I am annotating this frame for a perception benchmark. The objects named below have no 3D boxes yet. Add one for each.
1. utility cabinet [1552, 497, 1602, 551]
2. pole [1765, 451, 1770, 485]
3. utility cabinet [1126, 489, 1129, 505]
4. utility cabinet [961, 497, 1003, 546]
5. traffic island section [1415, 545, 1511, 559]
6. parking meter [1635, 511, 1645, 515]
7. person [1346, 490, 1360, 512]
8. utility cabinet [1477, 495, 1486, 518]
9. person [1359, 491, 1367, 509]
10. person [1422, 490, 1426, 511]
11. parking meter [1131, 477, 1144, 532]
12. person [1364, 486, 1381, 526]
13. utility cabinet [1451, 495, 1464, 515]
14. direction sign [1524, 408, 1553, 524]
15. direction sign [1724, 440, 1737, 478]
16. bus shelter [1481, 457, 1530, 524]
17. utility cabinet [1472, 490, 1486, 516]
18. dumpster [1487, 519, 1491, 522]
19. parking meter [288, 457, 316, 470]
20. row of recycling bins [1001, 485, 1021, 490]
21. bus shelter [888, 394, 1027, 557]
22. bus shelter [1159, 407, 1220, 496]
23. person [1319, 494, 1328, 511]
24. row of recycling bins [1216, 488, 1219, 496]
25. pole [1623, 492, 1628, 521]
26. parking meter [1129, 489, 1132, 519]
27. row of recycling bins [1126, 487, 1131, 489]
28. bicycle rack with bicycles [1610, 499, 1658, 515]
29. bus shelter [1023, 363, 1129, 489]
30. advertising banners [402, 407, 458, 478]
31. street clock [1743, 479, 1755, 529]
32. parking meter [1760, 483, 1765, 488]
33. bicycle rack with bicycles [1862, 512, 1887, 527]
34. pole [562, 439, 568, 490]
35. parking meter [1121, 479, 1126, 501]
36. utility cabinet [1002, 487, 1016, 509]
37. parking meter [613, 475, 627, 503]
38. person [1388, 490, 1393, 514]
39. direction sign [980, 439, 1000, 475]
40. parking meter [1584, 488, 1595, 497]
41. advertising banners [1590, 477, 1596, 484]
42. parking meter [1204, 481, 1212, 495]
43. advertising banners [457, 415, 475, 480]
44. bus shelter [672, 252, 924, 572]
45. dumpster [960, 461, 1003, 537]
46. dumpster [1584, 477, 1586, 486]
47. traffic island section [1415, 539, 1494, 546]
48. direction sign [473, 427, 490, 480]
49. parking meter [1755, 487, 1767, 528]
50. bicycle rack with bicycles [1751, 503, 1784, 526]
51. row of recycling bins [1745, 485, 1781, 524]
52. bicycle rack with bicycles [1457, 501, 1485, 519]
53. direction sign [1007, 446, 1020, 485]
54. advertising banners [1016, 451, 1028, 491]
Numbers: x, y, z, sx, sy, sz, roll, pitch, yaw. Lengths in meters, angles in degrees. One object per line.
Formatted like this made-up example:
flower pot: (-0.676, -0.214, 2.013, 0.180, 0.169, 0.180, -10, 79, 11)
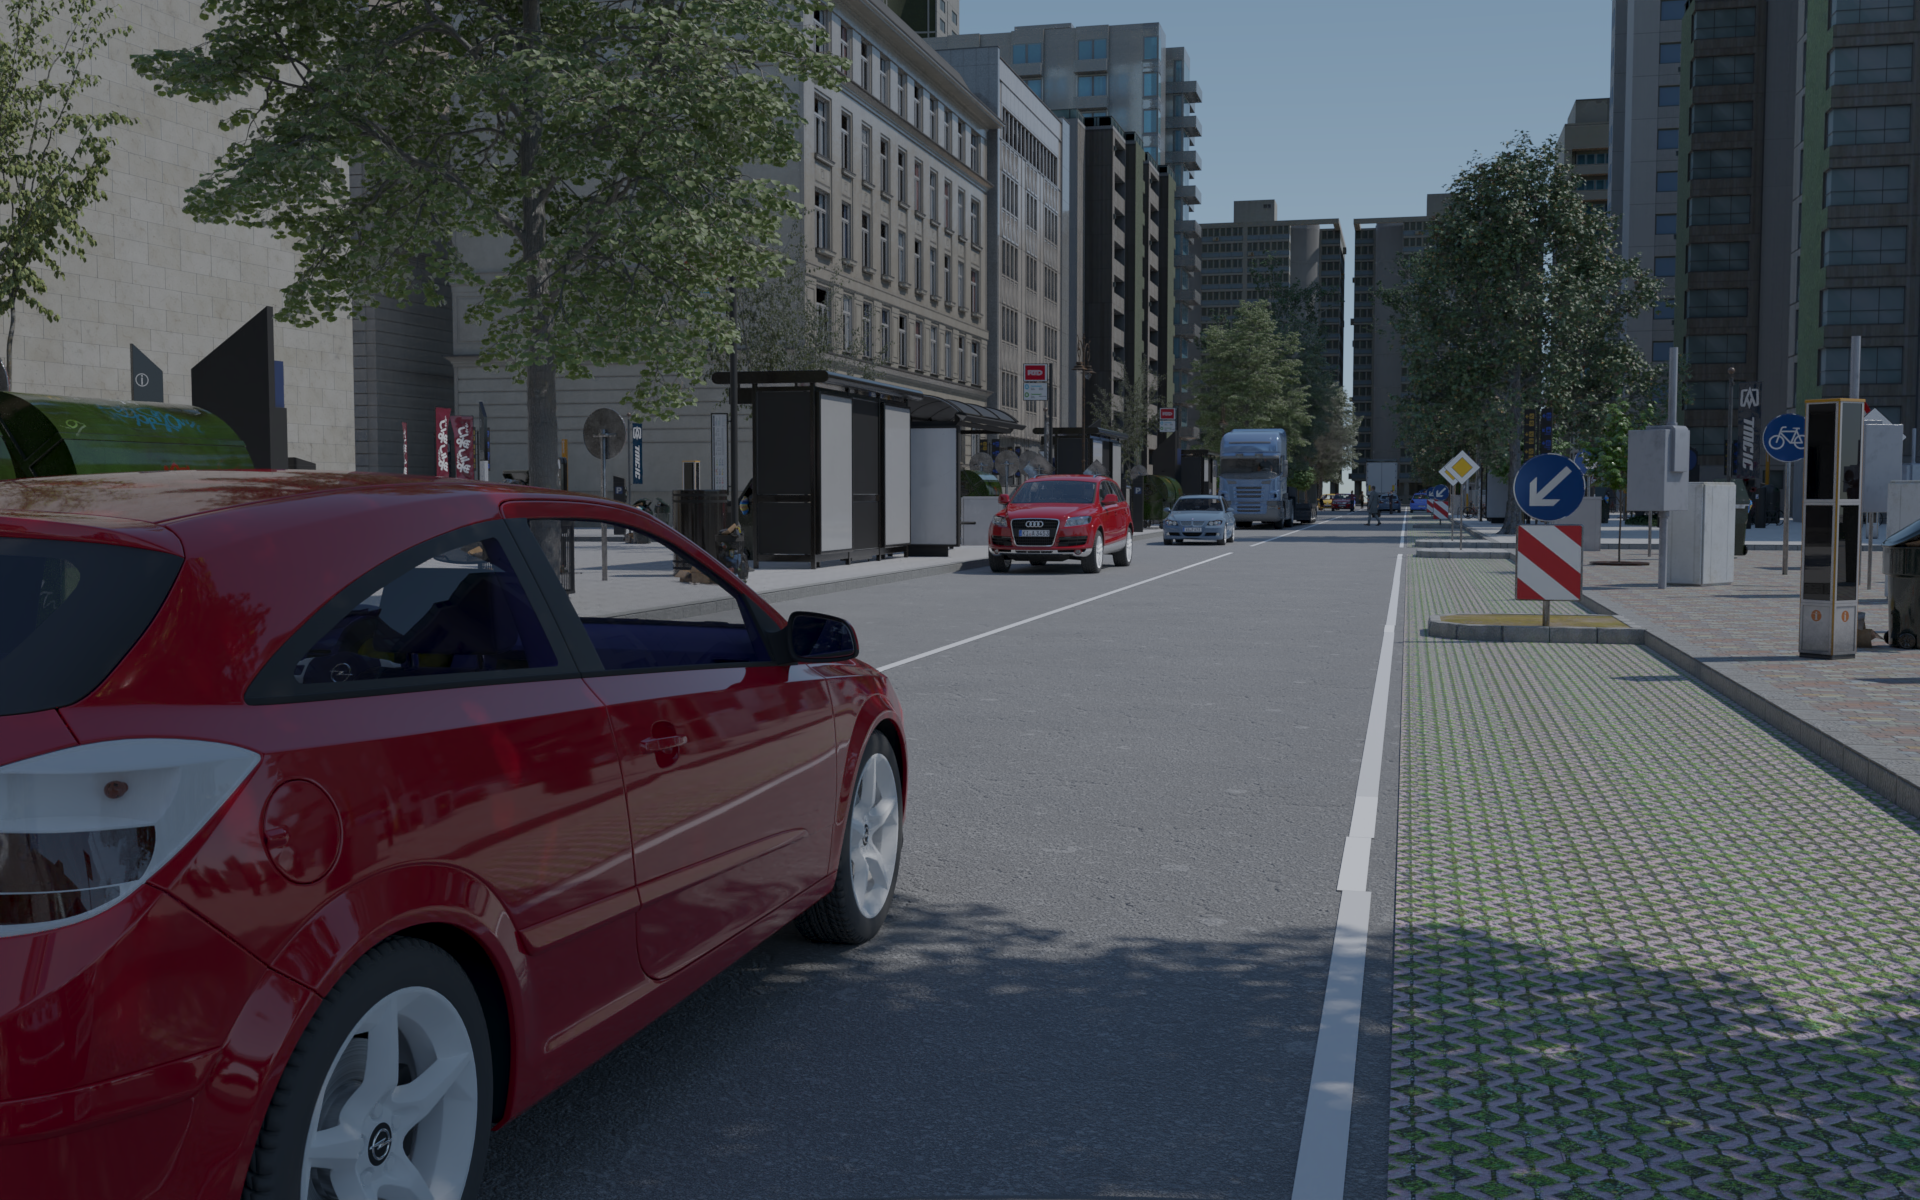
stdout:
utility cabinet: (13.898, -1.706, 39.054, 1.020, 1.237, 0.306, 1, 4, 13)
pole: (37.754, -5.331, 81.000, 0.158, 3.312, 0.155, 0, 3, 0)
utility cabinet: (10.541, -6.109, 108.554, 0.318, 1.500, 1.173, 2, 4, 34)
utility cabinet: (0.551, -1.955, 43.131, 1.020, 1.237, 0.306, -1, 4, -11)
traffic island section: (11.462, -1.058, 39.572, 2.009, 0.180, 2.903, 1, 4, 14)
parking meter: (28.689, -3.953, 73.039, 0.372, 1.533, 0.369, 0, 3, 0)
person: (31.146, -7.836, 137.346, 1.217, 1.743, 0.721, 3, 5, 40)
utility cabinet: (28.537, -5.048, 93.691, 1.020, 1.237, 0.306, 0, 4, 6)
person: (39.410, -9.793, 169.336, 1.217, 1.735, 0.721, -3, 5, -41)
person: (38.944, -8.302, 144.760, 0.750, 1.759, 0.617, 0, 4, 5)
parking meter: (5.966, -3.213, 58.248, 0.399, 1.863, 0.255, 0, 4, 5)
person: (18.682, -4.268, 78.384, 0.767, 1.812, 0.694, 3, 5, 44)
utility cabinet: (30.727, -5.859, 106.948, 0.306, 1.237, 1.020, -1, 4, -16)
direction sign: (15.341, -3.304, 46.024, 0.379, 3.537, 0.876, -2, 4, -34)
direction sign: (32.216, -4.915, 72.355, 0.876, 3.537, 0.379, -2, 4, -28)
bus shelter: (23.087, -4.835, 72.979, 2.014, 3.302, 5.546, 1, 4, 14)
utility cabinet: (29.580, -5.482, 98.303, 1.173, 1.500, 0.318, -2, 4, -32)
dumpster: (25.248, -4.592, 80.833, 1.264, 1.857, 1.865, 1, 4, 14)
parking meter: (-10.465, -1.340, 27.621, 0.255, 1.863, 0.399, 3, 5, 40)
row of recycling bins: (2.515, -4.210, 75.949, 1.069, 1.692, 3.534, -1, 4, -20)
bus shelter: (-0.130, -2.684, 37.815, 2.014, 3.302, 5.546, 1, 4, 15)
bus shelter: (10.971, -6.437, 82.876, 2.179, 5.291, 8.768, 1, 4, 14)
person: (30.714, -8.226, 146.185, 0.799, 1.438, 0.628, 1, 4, 21)
row of recycling bins: (16.830, -6.038, 105.837, 1.069, 1.692, 3.534, -2, 4, -30)
pole: (31.921, -5.455, 83.036, 0.158, 3.312, 0.155, 0, 3, 0)
parking meter: (8.159, -4.525, 82.391, 0.372, 1.533, 0.369, 0, 3, 0)
row of recycling bins: (9.712, -5.589, 98.498, 1.069, 1.692, 3.534, 3, 4, 38)
bicycle rack with bicycles: (44.222, -6.185, 114.508, 2.852, 0.926, 2.925, 0, 4, 0)
bus shelter: (3.652, -4.771, 55.639, 2.179, 5.291, 8.768, 1, 4, 14)
advertising banners: (-10.647, -2.324, 34.192, 0.090, 3.025, 2.074, 1, 4, 19)
street clock: (28.951, -3.611, 63.611, 0.358, 2.002, 0.471, 0, 4, -2)
parking meter: (41.592, -5.128, 89.558, 0.399, 1.863, 0.255, 3, 5, 43)
bicycle rack with bicycles: (34.776, -3.321, 67.687, 2.925, 0.926, 2.852, -2, 4, -27)
pole: (-14.685, -4.317, 64.420, 0.158, 3.312, 0.155, 0, 3, 0)
parking meter: (6.324, -3.786, 67.619, 0.255, 1.863, 0.399, -1, 4, -13)
utility cabinet: (1.291, -2.998, 57.702, 1.173, 1.500, 0.318, -2, 4, -31)
parking meter: (-10.673, -2.979, 54.416, 0.399, 1.863, 0.255, 0, 3, 0)
person: (30.609, -6.977, 123.383, 0.445, 1.727, 0.742, -2, 4, -28)
direction sign: (1.225, -4.852, 71.323, 0.876, 3.537, 0.379, 1, 4, 21)
parking meter: (23.599, -3.457, 64.931, 0.372, 1.533, 0.369, 0, 3, 0)
advertising banners: (34.535, -6.134, 96.476, 2.074, 3.025, 0.090, 0, 4, 5)
parking meter: (11.269, -4.468, 78.769, 0.255, 1.863, 0.399, 2, 4, 34)
advertising banners: (-10.348, -2.606, 38.790, 2.074, 3.025, 0.090, -2, 4, -27)
bus shelter: (-2.871, -3.257, 30.880, 2.179, 5.291, 8.768, 1, 4, 14)
dumpster: (0.307, -2.947, 50.681, 1.502, 2.255, 1.985, 1, 4, 14)
dumpster: (23.663, -3.999, 67.872, 1.502, 2.255, 1.985, 1, 4, 15)
traffic island section: (13.464, -1.530, 47.303, 2.009, 0.180, 2.903, 1, 4, 14)
direction sign: (-16.291, -4.075, 58.624, 0.876, 3.537, 0.379, -3, 5, -44)
parking meter: (30.073, -3.464, 65.041, 0.372, 1.533, 0.369, 0, 3, 0)
bicycle rack with bicycles: (32.167, -3.495, 70.517, 2.925, 0.926, 2.852, 0, 4, -5)
row of recycling bins: (33.912, -4.176, 75.390, 3.534, 1.692, 1.069, 0, 4, -7)
bicycle rack with bicycles: (27.278, -4.694, 90.132, 2.925, 0.926, 2.852, 0, 4, -1)
direction sign: (2.562, -5.533, 82.465, 0.379, 3.537, 0.876, -3, 5, -42)
advertising banners: (2.403, -4.548, 70.543, 0.090, 3.025, 2.074, -2, 4, -27)
